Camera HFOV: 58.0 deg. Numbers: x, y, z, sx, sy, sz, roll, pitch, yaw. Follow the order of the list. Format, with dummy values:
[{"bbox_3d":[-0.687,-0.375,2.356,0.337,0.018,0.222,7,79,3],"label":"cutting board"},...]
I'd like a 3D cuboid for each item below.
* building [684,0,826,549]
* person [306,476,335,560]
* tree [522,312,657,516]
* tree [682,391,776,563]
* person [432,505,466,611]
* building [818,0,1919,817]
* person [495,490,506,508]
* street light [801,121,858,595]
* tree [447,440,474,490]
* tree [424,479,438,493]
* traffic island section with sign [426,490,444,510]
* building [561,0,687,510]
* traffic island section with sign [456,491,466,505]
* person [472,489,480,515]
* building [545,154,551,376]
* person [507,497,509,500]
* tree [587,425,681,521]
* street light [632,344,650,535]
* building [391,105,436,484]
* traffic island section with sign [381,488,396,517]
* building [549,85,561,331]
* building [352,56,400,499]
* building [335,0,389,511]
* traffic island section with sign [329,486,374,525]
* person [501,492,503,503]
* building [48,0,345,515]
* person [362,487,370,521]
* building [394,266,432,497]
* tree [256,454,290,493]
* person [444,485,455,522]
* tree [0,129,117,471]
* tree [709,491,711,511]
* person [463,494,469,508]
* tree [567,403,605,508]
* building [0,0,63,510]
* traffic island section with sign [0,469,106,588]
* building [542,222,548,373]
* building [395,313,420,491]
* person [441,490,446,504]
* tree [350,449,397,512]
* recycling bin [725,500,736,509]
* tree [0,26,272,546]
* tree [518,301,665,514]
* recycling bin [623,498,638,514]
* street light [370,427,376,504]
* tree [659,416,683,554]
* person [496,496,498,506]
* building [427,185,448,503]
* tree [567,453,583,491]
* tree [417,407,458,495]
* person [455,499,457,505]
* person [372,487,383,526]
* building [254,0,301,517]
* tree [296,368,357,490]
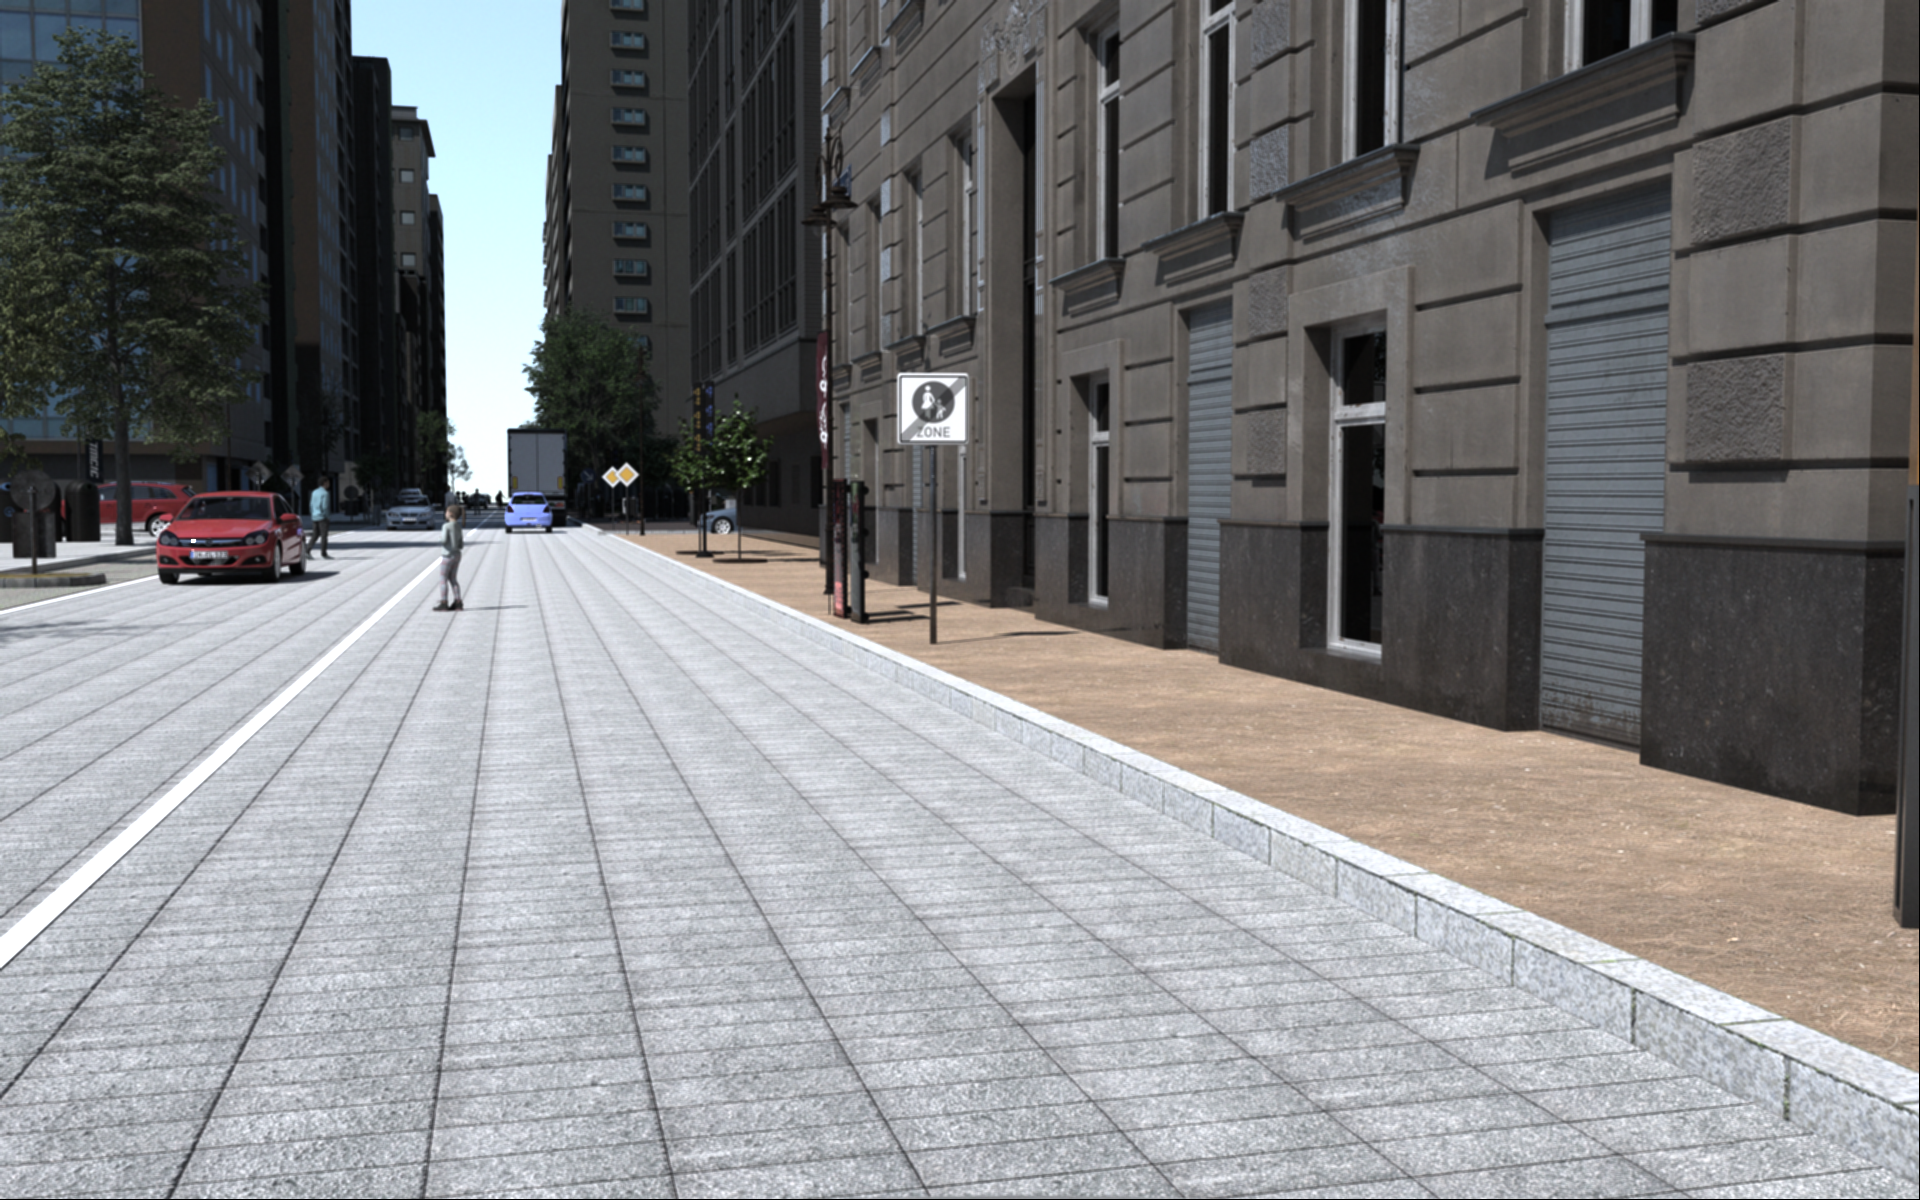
[{"bbox_3d":[1.262,-15.274,43.242,14.314,27.812,24.014,-1,4,-14],"label":"building"},{"bbox_3d":[-14.047,-1.796,37.887,0.660,1.820,0.620,2,4,33],"label":"person"},{"bbox_3d":[-21.003,-10.640,99.720,9.928,11.665,9.643,0,3,0],"label":"tree"},{"bbox_3d":[-4.281,-2.319,32.510,1.663,3.219,1.824,0,3,0],"label":"tree"},{"bbox_3d":[-6.276,-0.518,21.250,0.394,1.301,0.425,0,4,3],"label":"person"},{"bbox_3d":[6.016,-13.572,19.166,12.463,27.353,25.104,-1,4,-14],"label":"building"},{"bbox_3d":[-46.749,-10.252,176.129,1.348,1.823,0.705,2,4,24],"label":"person"},{"bbox_3d":[-1.661,-3.010,21.994,0.468,5.910,1.993,-1,4,-14],"label":"street light"},{"bbox_3d":[-83.896,-21.479,285.596,7.601,10.594,8.767,-1,4,-18],"label":"tree"},{"bbox_3d":[-60.756,-12.455,198.243,1.663,3.219,1.824,0,3,0],"label":"tree"},{"bbox_3d":[-47.736,-9.017,156.061,1.989,1.847,2.006,-1,4,-14],"label":"traffic island section with sign"},{"bbox_3d":[-23.332,-32.250,150.992,21.300,48.544,21.600,-1,4,-14],"label":"building"},{"bbox_3d":[-74.889,-15.476,261.653,1.989,1.847,2.006,-1,4,-14],"label":"traffic island section with sign"},{"bbox_3d":[-32.344,-6.554,115.833,0.511,1.800,0.466,0,4,-6],"label":"person"},{"bbox_3d":[-45.370,-37.523,237.194,21.300,48.544,21.600,-1,4,-14],"label":"building"},{"bbox_3d":[-40.814,-9.143,157.979,0.705,1.826,1.348,1,4,23],"label":"person"},{"bbox_3d":[-14.666,-6.058,82.755,4.285,4.588,4.351,0,3,0],"label":"tree"},{"bbox_3d":[-9.861,-4.943,53.601,0.468,5.910,1.993,-1,4,-14],"label":"street light"},{"bbox_3d":[-86.546,-39.567,236.151,28.713,52.752,27.495,-1,4,-14],"label":"building"},{"bbox_3d":[-35.270,-6.051,107.555,1.989,1.847,2.006,-1,4,-14],"label":"traffic island section with sign"},{"bbox_3d":[-35.551,-35.205,199.300,21.300,48.544,21.600,-1,4,-14],"label":"building"},{"bbox_3d":[-58.646,-28.890,155.948,14.154,41.232,14.086,-1,4,-14],"label":"building"},{"bbox_3d":[-57.102,-42.771,137.552,20.563,71.187,20.611,-1,4,-14],"label":"building"},{"bbox_3d":[-28.476,-4.437,81.178,1.989,1.847,2.006,-1,4,-14],"label":"traffic island section with sign"},{"bbox_3d":[-53.563,-11.787,202.153,0.436,1.711,0.756,-1,4,-21],"label":"person"},{"bbox_3d":[-46.982,-28.045,108.644,14.600,45.320,14.200,-1,4,-14],"label":"building"},{"bbox_3d":[-29.019,-4.642,84.736,0.374,1.781,0.599,-3,4,-39],"label":"person"},{"bbox_3d":[-74.534,-27.326,218.473,14.160,30.474,14.107,-1,4,-14],"label":"building"},{"bbox_3d":[-30.801,-5.043,77.047,1.663,3.219,1.824,0,3,0],"label":"tree"},{"bbox_3d":[-20.896,-3.808,70.981,0.478,1.798,0.641,-2,4,-32],"label":"person"},{"bbox_3d":[-19.126,-5.101,33.770,4.737,8.622,4.395,0,3,0],"label":"tree"},{"bbox_3d":[-18.279,-10.786,126.705,4.360,8.622,3.978,0,3,0],"label":"tree"},{"bbox_3d":[-49.386,-9.883,173.313,0.697,1.427,0.421,3,4,39],"label":"person"},{"bbox_3d":[-29.845,-11.348,135.903,4.360,8.622,3.978,0,3,0],"label":"tree"},{"bbox_3d":[-35.303,-25.435,65.978,14.600,45.320,14.200,-1,4,-14],"label":"building"},{"bbox_3d":[-14.565,-1.128,27.070,1.989,1.847,2.006,-1,4,-14],"label":"traffic island section with sign"},{"bbox_3d":[-55.056,-40.208,277.008,23.786,49.044,30.456,-1,4,-14],"label":"building"},{"bbox_3d":[-70.279,-20.240,175.966,27.650,21.520,28.899,-1,4,-14],"label":"building"},{"bbox_3d":[-41.383,-7.967,139.475,1.217,1.735,0.721,3,4,37],"label":"person"},{"bbox_3d":[-42.627,-8.694,125.859,4.285,4.588,4.351,0,3,0],"label":"tree"},{"bbox_3d":[-10.485,-4.145,80.324,0.722,1.027,0.722,-1,4,-18],"label":"recycling bin"},{"bbox_3d":[-21.336,-7.644,43.114,7.486,12.596,7.792,0,3,0],"label":"tree"},{"bbox_3d":[-24.090,-12.633,113.207,9.857,13.997,8.962,0,3,0],"label":"tree"},{"bbox_3d":[-20.961,-5.966,110.102,0.722,1.027,0.722,1,4,17],"label":"recycling bin"},{"bbox_3d":[-40.348,-8.950,119.117,0.468,5.910,1.993,-1,4,-14],"label":"street light"},{"bbox_3d":[-5.543,-2.592,36.973,1.663,3.219,1.824,0,3,0],"label":"tree"},{"bbox_3d":[-52.838,-11.386,197.886,0.421,1.427,0.697,0,4,0],"label":"person"},{"bbox_3d":[-89.224,-39.018,261.644,21.300,48.544,21.600,-1,4,-14],"label":"building"},{"bbox_3d":[-26.788,-8.485,122.438,4.285,4.588,4.351,0,3,0],"label":"tree"},{"bbox_3d":[-63.614,-17.095,205.264,9.928,11.665,9.643,0,3,0],"label":"tree"},{"bbox_3d":[-23.109,-4.147,78.902,0.503,1.515,0.523,-3,5,-41],"label":"person"},{"bbox_3d":[-26.274,-4.220,78.041,0.362,1.759,0.519,3,5,40],"label":"person"},{"bbox_3d":[-41.948,-19.318,87.558,14.160,30.474,14.107,-1,4,-14],"label":"building"},{"bbox_3d":[-37.030,-9.174,100.363,4.360,8.622,3.978,0,3,0],"label":"tree"}]
